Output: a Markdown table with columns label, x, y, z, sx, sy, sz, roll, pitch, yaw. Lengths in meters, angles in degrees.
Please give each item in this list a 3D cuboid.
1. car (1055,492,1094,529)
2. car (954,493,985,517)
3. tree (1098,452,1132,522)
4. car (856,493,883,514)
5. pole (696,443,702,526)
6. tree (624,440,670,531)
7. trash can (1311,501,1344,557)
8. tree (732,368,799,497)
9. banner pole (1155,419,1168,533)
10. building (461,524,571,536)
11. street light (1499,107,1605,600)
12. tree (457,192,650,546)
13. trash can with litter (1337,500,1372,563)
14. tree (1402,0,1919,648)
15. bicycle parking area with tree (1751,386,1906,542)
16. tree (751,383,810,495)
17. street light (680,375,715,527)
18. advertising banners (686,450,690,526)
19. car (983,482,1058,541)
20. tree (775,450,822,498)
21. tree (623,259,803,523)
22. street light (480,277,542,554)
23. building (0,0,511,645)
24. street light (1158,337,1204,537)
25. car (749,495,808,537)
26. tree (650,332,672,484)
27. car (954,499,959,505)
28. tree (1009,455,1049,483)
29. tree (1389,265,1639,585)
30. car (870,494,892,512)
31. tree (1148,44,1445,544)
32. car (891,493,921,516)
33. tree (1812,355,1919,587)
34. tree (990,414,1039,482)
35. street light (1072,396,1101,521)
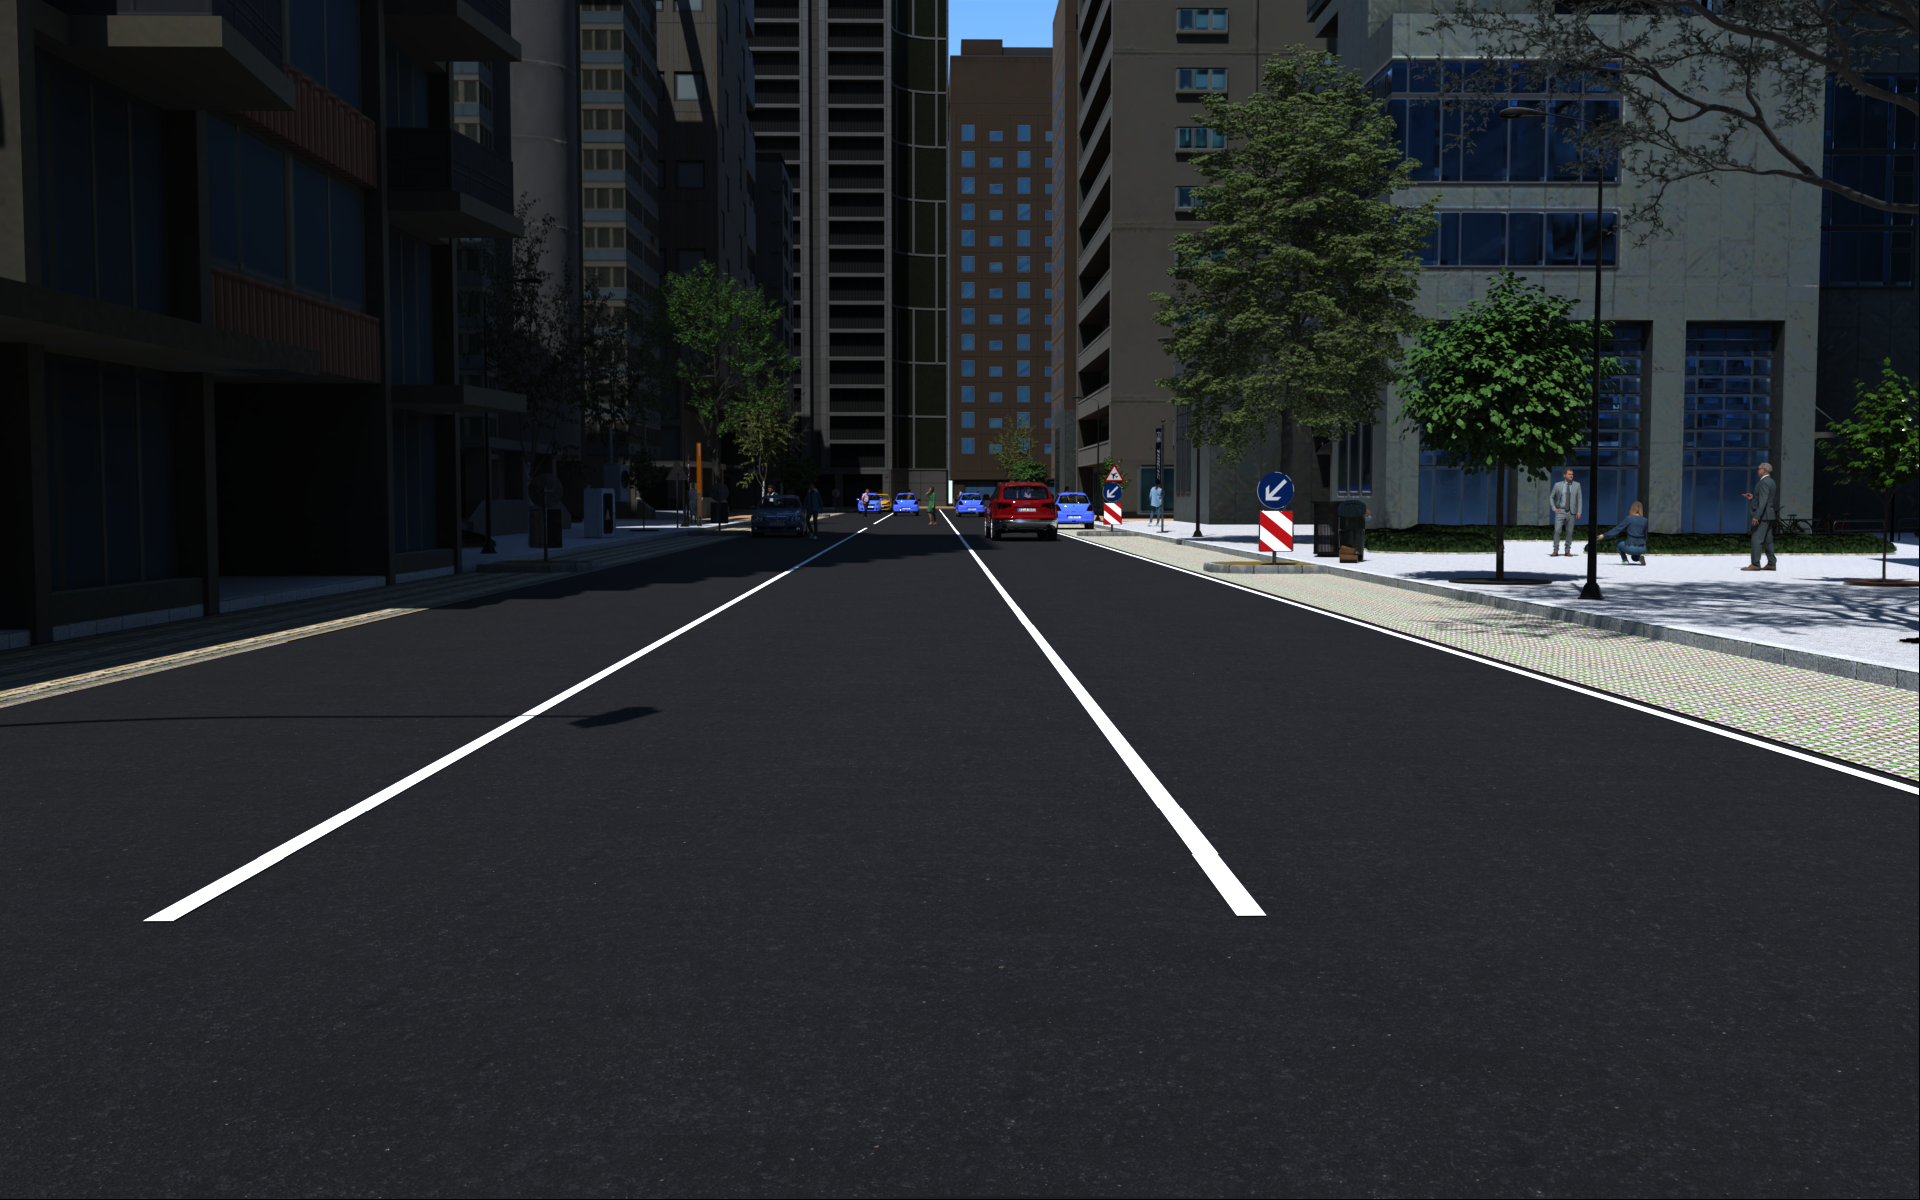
| label | x | y | z | sx | sy | sz | roll | pitch | yaw |
| --- | --- | --- | --- | --- | --- | --- | --- | --- | --- |
| car | 4.564 | -3.755 | 70.992 | 1.945 | 1.707 | 3.694 | 0 | 4 | 0 |
| car | 0.625 | -6.061 | 108.688 | 1.945 | 1.707 | 3.694 | 0 | 4 | -3 |
| tree | 6.850 | -5.178 | 79.262 | 1.663 | 3.219 | 1.824 | 0 | 3 | 0 |
| car | -6.613 | -7.174 | 126.885 | 1.945 | 1.707 | 3.694 | 0 | 4 | -3 |
| pole | -10.379 | -4.590 | 68.893 | 0.158 | 3.312 | 0.155 | 0 | 3 | 0 |
| tree | -11.088 | -3.996 | 59.944 | 1.663 | 3.219 | 1.824 | 0 | 3 | 0 |
| trash can | 7.525 | -1.448 | 35.322 | 0.748 | 1.137 | 0.748 | 0 | 3 | 0 |
| tree | -11.417 | -9.179 | 100.432 | 4.737 | 8.622 | 4.395 | 0 | 3 | 0 |
| banner pole | 6.678 | -4.145 | 57.793 | 0.401 | 3.779 | 0.863 | -1 | 4 | -16 |
| building | -30.397 | -22.259 | 55.815 | 32.217 | 40.220 | 23.993 | 0 | 4 | -1 |
| street light | 7.174 | -2.963 | 20.983 | 1.470 | 5.913 | 1.316 | 0 | 4 | -1 |
| tree | -10.416 | -5.618 | 42.210 | 4.360 | 8.622 | 3.978 | 0 | 3 | 0 |
| trash can with litter | 7.411 | -1.296 | 32.575 | 0.624 | 1.170 | 1.055 | 1 | 4 | 14 |
| tree | 8.729 | -6.353 | 14.238 | 12.009 | 13.543 | 11.850 | 0 | 3 | 0 |
| bicycle parking area with tree | 25.734 | -3.476 | 43.838 | 9.016 | 4.147 | 8.231 | 0 | 4 | -8 |
| tree | -11.959 | -10.090 | 115.329 | 4.360 | 8.622 | 3.978 | 0 | 3 | 0 |
| street light | -10.269 | -5.827 | 67.816 | 1.470 | 5.913 | 1.316 | 0 | 4 | -1 |
| advertising banners | -10.981 | -4.509 | 69.902 | 0.090 | 3.025 | 2.074 | -1 | 4 | -11 |
| car | 1.891 | -2.805 | 54.534 | 2.281 | 1.827 | 5.304 | 0 | 4 | -3 |
| tree | -13.043 | -9.397 | 137.354 | 4.285 | 4.588 | 4.351 | 0 | 3 | 0 |
| tree | -11.105 | -9.316 | 78.066 | 9.928 | 11.665 | 9.643 | 0 | 3 | 0 |
| street light | -9.643 | -3.957 | 37.238 | 1.470 | 5.913 | 1.316 | 0 | 4 | -1 |
| building | -18.479 | -22.440 | 21.526 | 22.147 | 44.769 | 28.867 | 0 | 4 | -1 |
| street light | 6.553 | -4.829 | 51.497 | 1.470 | 5.913 | 1.316 | 0 | 4 | -1 |
| car | -6.088 | -2.857 | 58.720 | 2.014 | 1.417 | 4.499 | 0 | 4 | -3 |
| tree | -11.310 | -6.468 | 56.116 | 4.360 | 8.622 | 3.978 | 0 | 3 | 0 |
| car | 0.644 | -7.008 | 126.379 | 2.131 | 1.459 | 4.920 | 0 | 4 | 0 |
| tree | 5.820 | -9.853 | 144.813 | 4.285 | 4.588 | 4.351 | 0 | 3 | 0 |
| tree | 7.912 | -2.523 | 24.969 | 4.285 | 4.588 | 4.351 | 0 | 3 | 0 |
| car | -6.269 | -7.767 | 137.205 | 2.015 | 1.641 | 3.980 | 0 | 4 | -1 |
| tree | 8.752 | -7.707 | 44.132 | 7.486 | 12.596 | 7.792 | 0 | 3 | 0 |
| car | -3.541 | -6.374 | 113.807 | 1.945 | 1.707 | 3.694 | 0 | 4 | -2 |
| tree | 12.902 | -1.821 | 24.377 | 1.663 | 3.219 | 1.824 | 0 | 3 | 0 |
| tree | 5.003 | -12.677 | 157.631 | 4.737 | 8.622 | 4.395 | 0 | 3 | 0 |
| street light | 6.018 | -6.707 | 82.206 | 1.470 | 5.913 | 1.316 | 0 | 4 | -1 |
